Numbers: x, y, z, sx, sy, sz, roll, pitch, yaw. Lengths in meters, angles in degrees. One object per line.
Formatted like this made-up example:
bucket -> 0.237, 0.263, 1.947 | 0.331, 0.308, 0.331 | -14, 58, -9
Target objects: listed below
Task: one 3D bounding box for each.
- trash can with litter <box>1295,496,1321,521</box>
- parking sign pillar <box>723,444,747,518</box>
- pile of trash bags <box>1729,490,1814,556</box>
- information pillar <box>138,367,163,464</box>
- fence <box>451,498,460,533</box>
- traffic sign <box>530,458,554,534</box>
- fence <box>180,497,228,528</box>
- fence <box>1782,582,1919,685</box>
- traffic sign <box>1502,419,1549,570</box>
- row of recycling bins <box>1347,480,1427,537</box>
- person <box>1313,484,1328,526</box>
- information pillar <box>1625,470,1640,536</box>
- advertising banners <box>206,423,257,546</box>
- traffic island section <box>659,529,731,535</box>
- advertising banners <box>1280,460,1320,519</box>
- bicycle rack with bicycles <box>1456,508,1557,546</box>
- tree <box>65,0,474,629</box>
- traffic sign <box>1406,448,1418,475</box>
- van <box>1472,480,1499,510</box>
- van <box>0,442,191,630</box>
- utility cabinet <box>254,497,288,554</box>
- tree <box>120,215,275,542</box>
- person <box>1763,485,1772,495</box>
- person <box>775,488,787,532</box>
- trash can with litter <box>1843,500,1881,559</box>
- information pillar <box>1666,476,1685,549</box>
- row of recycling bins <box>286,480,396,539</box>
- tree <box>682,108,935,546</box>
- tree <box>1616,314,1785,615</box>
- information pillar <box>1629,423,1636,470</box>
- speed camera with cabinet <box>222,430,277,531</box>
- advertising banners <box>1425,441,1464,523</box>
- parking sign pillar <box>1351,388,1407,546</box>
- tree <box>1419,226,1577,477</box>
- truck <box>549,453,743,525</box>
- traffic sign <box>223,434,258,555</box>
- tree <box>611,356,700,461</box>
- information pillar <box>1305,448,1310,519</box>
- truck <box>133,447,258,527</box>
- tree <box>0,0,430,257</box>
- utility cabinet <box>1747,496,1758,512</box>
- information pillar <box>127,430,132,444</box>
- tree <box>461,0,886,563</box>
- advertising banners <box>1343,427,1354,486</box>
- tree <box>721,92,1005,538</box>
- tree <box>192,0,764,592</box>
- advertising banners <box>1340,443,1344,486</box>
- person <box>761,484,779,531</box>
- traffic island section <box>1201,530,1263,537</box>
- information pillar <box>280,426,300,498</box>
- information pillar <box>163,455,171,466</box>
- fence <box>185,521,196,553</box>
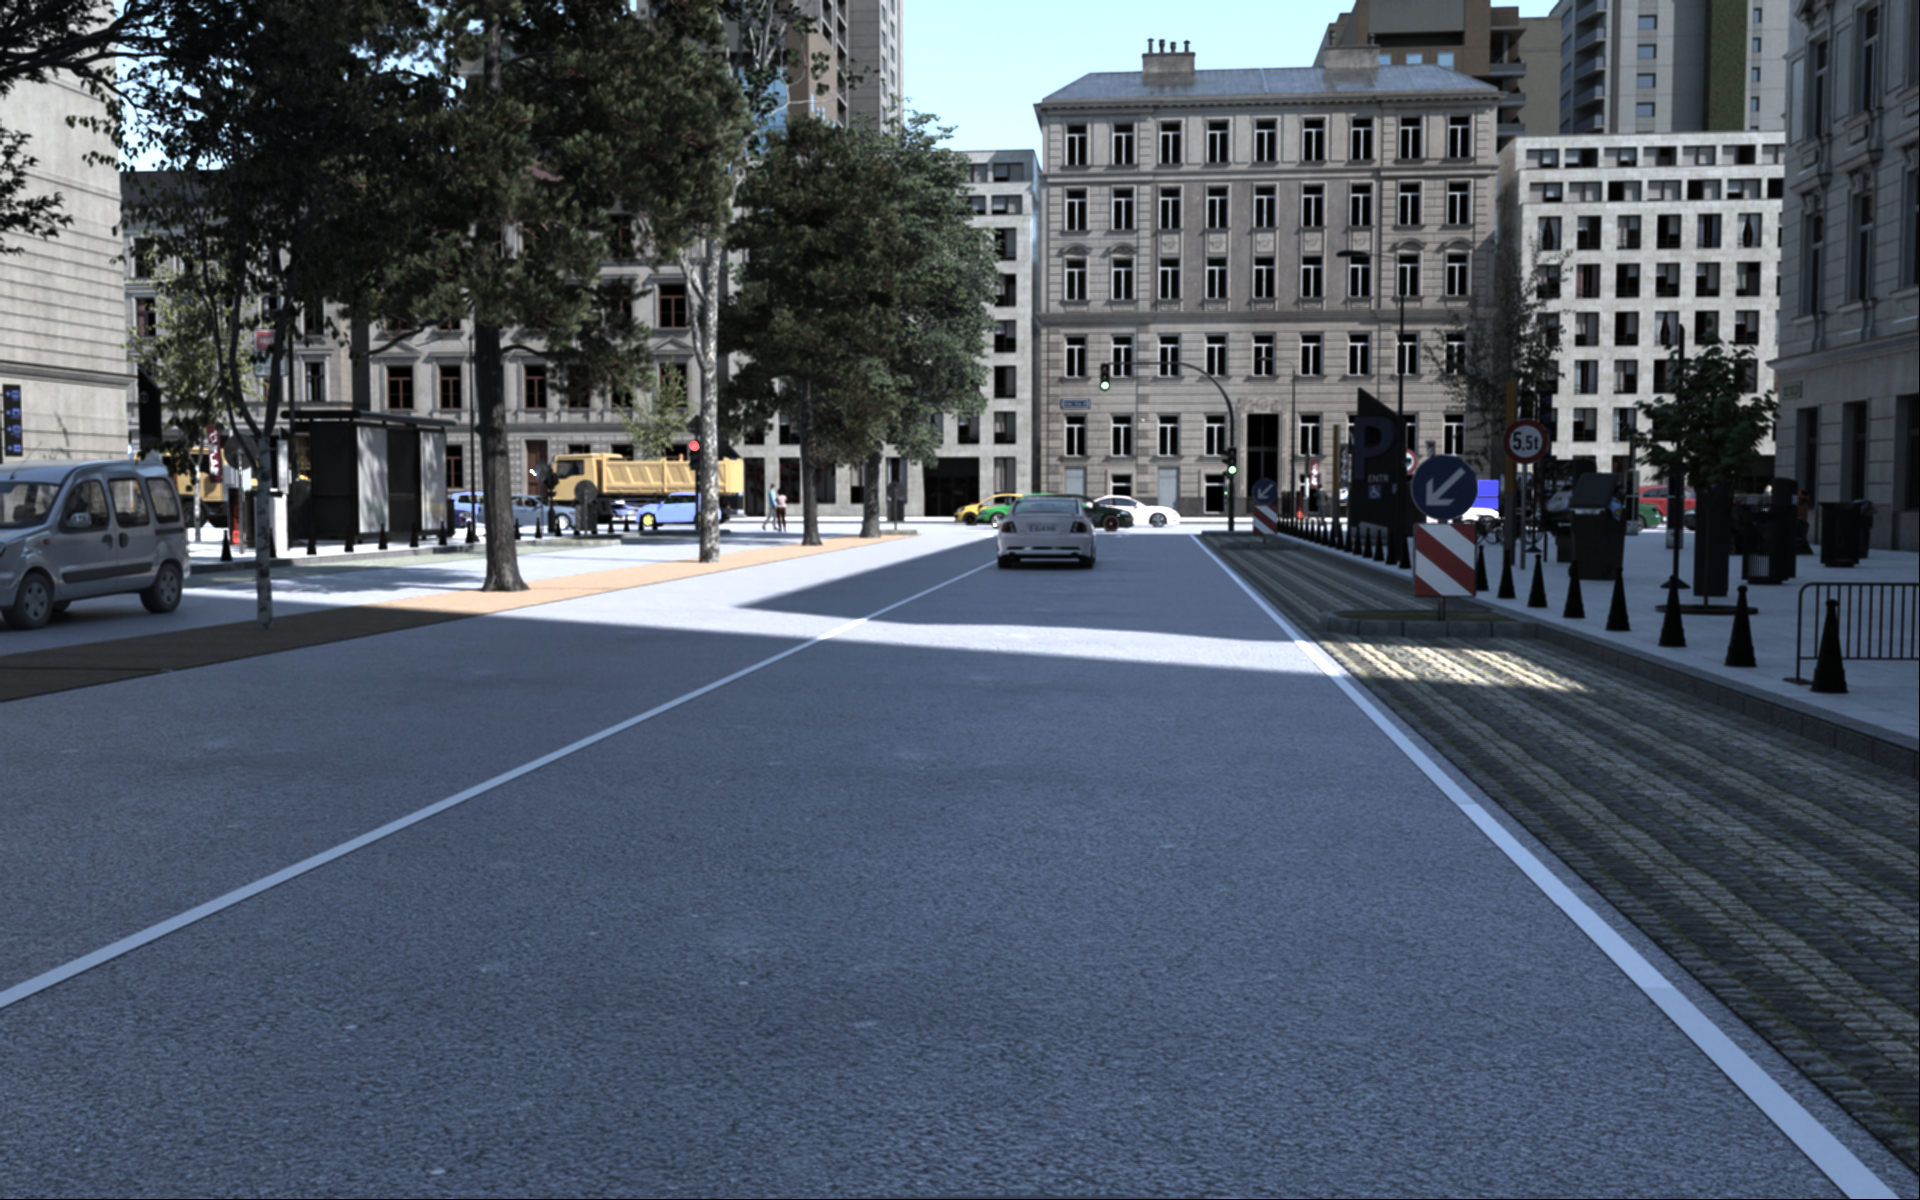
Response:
trash can with litter -> 17.000, -4.447, 83.762 | 2.233, 1.210, 1.678 | -3, 5, -45
parking sign pillar -> -12.053, -6.330, 91.973 | 1.447, 3.967, 1.447 | -3, 5, -45
pile of trash bags -> 17.438, -1.684, 37.293 | 3.447, 1.369, 1.912 | -3, 5, -43
information pillar -> -14.953, -2.487, 32.010 | 0.504, 3.616, 0.183 | 1, 4, 23
fence -> -16.971, -2.774, 56.565 | 0.480, 1.192, 2.264 | 0, 4, 3
traffic sign -> -13.493, -3.346, 55.891 | 0.795, 2.450, 0.064 | 1, 4, 9
fence -> -26.754, -3.086, 61.667 | 2.264, 1.192, 0.480 | 0, 4, -2
fence -> 6.682, 0.226, 11.679 | 2.069, 0.683, 0.278 | 0, 4, 5
traffic sign -> 9.571, -1.790, 29.380 | 0.768, 2.556, 0.104 | 0, 4, 7
row of recycling bins -> 13.118, -2.829, 53.370 | 1.069, 1.692, 3.534 | -1, 4, -21
person -> 16.212, -4.284, 77.904 | 0.648, 1.900, 0.474 | -3, 5, -44
information pillar -> 20.835, -3.010, 53.704 | 0.304, 2.012, 0.304 | -3, 4, -37
advertising banners -> -18.051, -2.876, 43.210 | 0.090, 3.025, 2.074 | 1, 4, 19
traffic island section -> -9.352, -2.401, 61.542 | 2.009, 0.180, 2.903 | 0, 4, 6
advertising banners -> 17.542, -5.697, 89.330 | 2.074, 3.025, 0.090 | 0, 4, -4
bicycle rack with bicycles -> 13.837, -1.878, 44.086 | 2.852, 0.926, 2.925 | -3, 4, -36
tree -> -7.328, -4.003, 18.265 | 4.360, 8.622, 3.978 | 0, 3, 0
traffic sign -> 12.229, -2.918, 47.813 | 0.768, 2.556, 0.104 | 1, 4, 13
van -> 21.595, -4.407, 76.433 | 5.245, 2.365, 2.240 | 0, 4, 4
van -> -10.468, -0.771, 19.625 | 2.013, 2.044, 4.112 | 0, 4, 5
utility cabinet -> -14.923, -1.613, 37.527 | 1.020, 1.237, 0.306 | 3, 5, 45
tree -> -20.382, -5.869, 46.317 | 4.737, 8.622, 4.395 | 0, 3, 0
person -> 34.383, -3.974, 73.651 | 0.526, 1.800, 0.537 | -1, 4, -9
person -> -6.873, -3.446, 66.302 | 0.517, 1.644, 0.566 | 1, 4, 21
trash can with litter -> 17.715, -1.410, 34.434 | 1.055, 1.170, 0.624 | -2, 4, -27
information pillar -> 16.762, -2.207, 40.574 | 0.304, 2.012, 0.304 | 3, 5, 42
row of recycling bins -> -17.922, -2.648, 50.404 | 1.069, 1.692, 3.534 | 2, 4, 32
tree -> -4.220, -7.537, 47.744 | 6.751, 12.117, 7.091 | 0, 3, 0
tree -> 7.989, -1.480, 18.799 | 1.663, 3.219, 1.824 | 0, 3, 0
information pillar -> 21.978, -3.992, 56.628 | 0.183, 3.616, 0.504 | 2, 4, 34
speed camera with cabinet -> -21.724, -3.598, 53.171 | 2.038, 3.252, 0.660 | 2, 4, 29
advertising banners -> 16.009, -3.736, 57.269 | 2.074, 3.025, 0.090 | -3, 4, -37
parking sign pillar -> 10.493, -3.359, 43.391 | 1.447, 3.967, 1.447 | 3, 5, 41
tree -> 15.201, -5.987, 48.251 | 4.360, 8.622, 3.978 | 0, 3, 0
truck -> -15.366, -5.287, 82.371 | 9.791, 3.379, 3.469 | 0, 4, 8
traffic sign -> -15.212, -2.233, 36.612 | 0.768, 2.556, 0.104 | 0, 4, 8
tree -> -15.918, -8.629, 91.453 | 4.737, 8.622, 4.395 | 0, 3, 0
information pillar -> 17.742, -5.948, 88.597 | 0.183, 3.616, 0.504 | 0, 4, -5
truck -> -33.114, -4.629, 71.603 | 9.791, 3.379, 3.469 | 0, 4, 8
tree -> -7.280, -4.601, 12.096 | 8.767, 10.594, 7.601 | 0, 4, 6
utility cabinet -> 24.669, -2.614, 53.906 | 0.306, 1.237, 1.020 | 2, 4, 25
information pillar -> -30.563, -4.411, 63.476 | 0.183, 3.616, 0.504 | 3, 4, 37
tree -> -6.338, -10.895, 36.483 | 12.611, 20.169, 13.585 | 0, 3, 0
advertising banners -> 11.001, -3.052, 46.088 | 2.074, 3.025, 0.090 | -3, 4, -37
tree -> -2.928, -8.997, 56.207 | 9.857, 13.997, 8.962 | 0, 3, 0
tree -> -6.909, -7.061, 25.325 | 7.806, 13.903, 7.818 | 0, 3, 0
advertising banners -> 13.627, -3.854, 59.209 | 0.090, 3.025, 2.074 | -2, 4, -29
person -> -7.439, -3.654, 68.103 | 0.748, 1.841, 0.638 | 0, 4, -5
traffic island section -> 9.329, -2.277, 59.511 | 2.009, 0.180, 2.903 | 0, 4, 6
information pillar -> -23.153, -4.178, 59.664 | 0.504, 3.616, 0.183 | -2, 4, -31
information pillar -> -15.206, -1.746, 33.037 | 0.304, 2.012, 0.304 | -3, 5, -43
fence -> -17.477, -1.423, 38.637 | 0.278, 0.683, 2.069 | -3, 4, -38
